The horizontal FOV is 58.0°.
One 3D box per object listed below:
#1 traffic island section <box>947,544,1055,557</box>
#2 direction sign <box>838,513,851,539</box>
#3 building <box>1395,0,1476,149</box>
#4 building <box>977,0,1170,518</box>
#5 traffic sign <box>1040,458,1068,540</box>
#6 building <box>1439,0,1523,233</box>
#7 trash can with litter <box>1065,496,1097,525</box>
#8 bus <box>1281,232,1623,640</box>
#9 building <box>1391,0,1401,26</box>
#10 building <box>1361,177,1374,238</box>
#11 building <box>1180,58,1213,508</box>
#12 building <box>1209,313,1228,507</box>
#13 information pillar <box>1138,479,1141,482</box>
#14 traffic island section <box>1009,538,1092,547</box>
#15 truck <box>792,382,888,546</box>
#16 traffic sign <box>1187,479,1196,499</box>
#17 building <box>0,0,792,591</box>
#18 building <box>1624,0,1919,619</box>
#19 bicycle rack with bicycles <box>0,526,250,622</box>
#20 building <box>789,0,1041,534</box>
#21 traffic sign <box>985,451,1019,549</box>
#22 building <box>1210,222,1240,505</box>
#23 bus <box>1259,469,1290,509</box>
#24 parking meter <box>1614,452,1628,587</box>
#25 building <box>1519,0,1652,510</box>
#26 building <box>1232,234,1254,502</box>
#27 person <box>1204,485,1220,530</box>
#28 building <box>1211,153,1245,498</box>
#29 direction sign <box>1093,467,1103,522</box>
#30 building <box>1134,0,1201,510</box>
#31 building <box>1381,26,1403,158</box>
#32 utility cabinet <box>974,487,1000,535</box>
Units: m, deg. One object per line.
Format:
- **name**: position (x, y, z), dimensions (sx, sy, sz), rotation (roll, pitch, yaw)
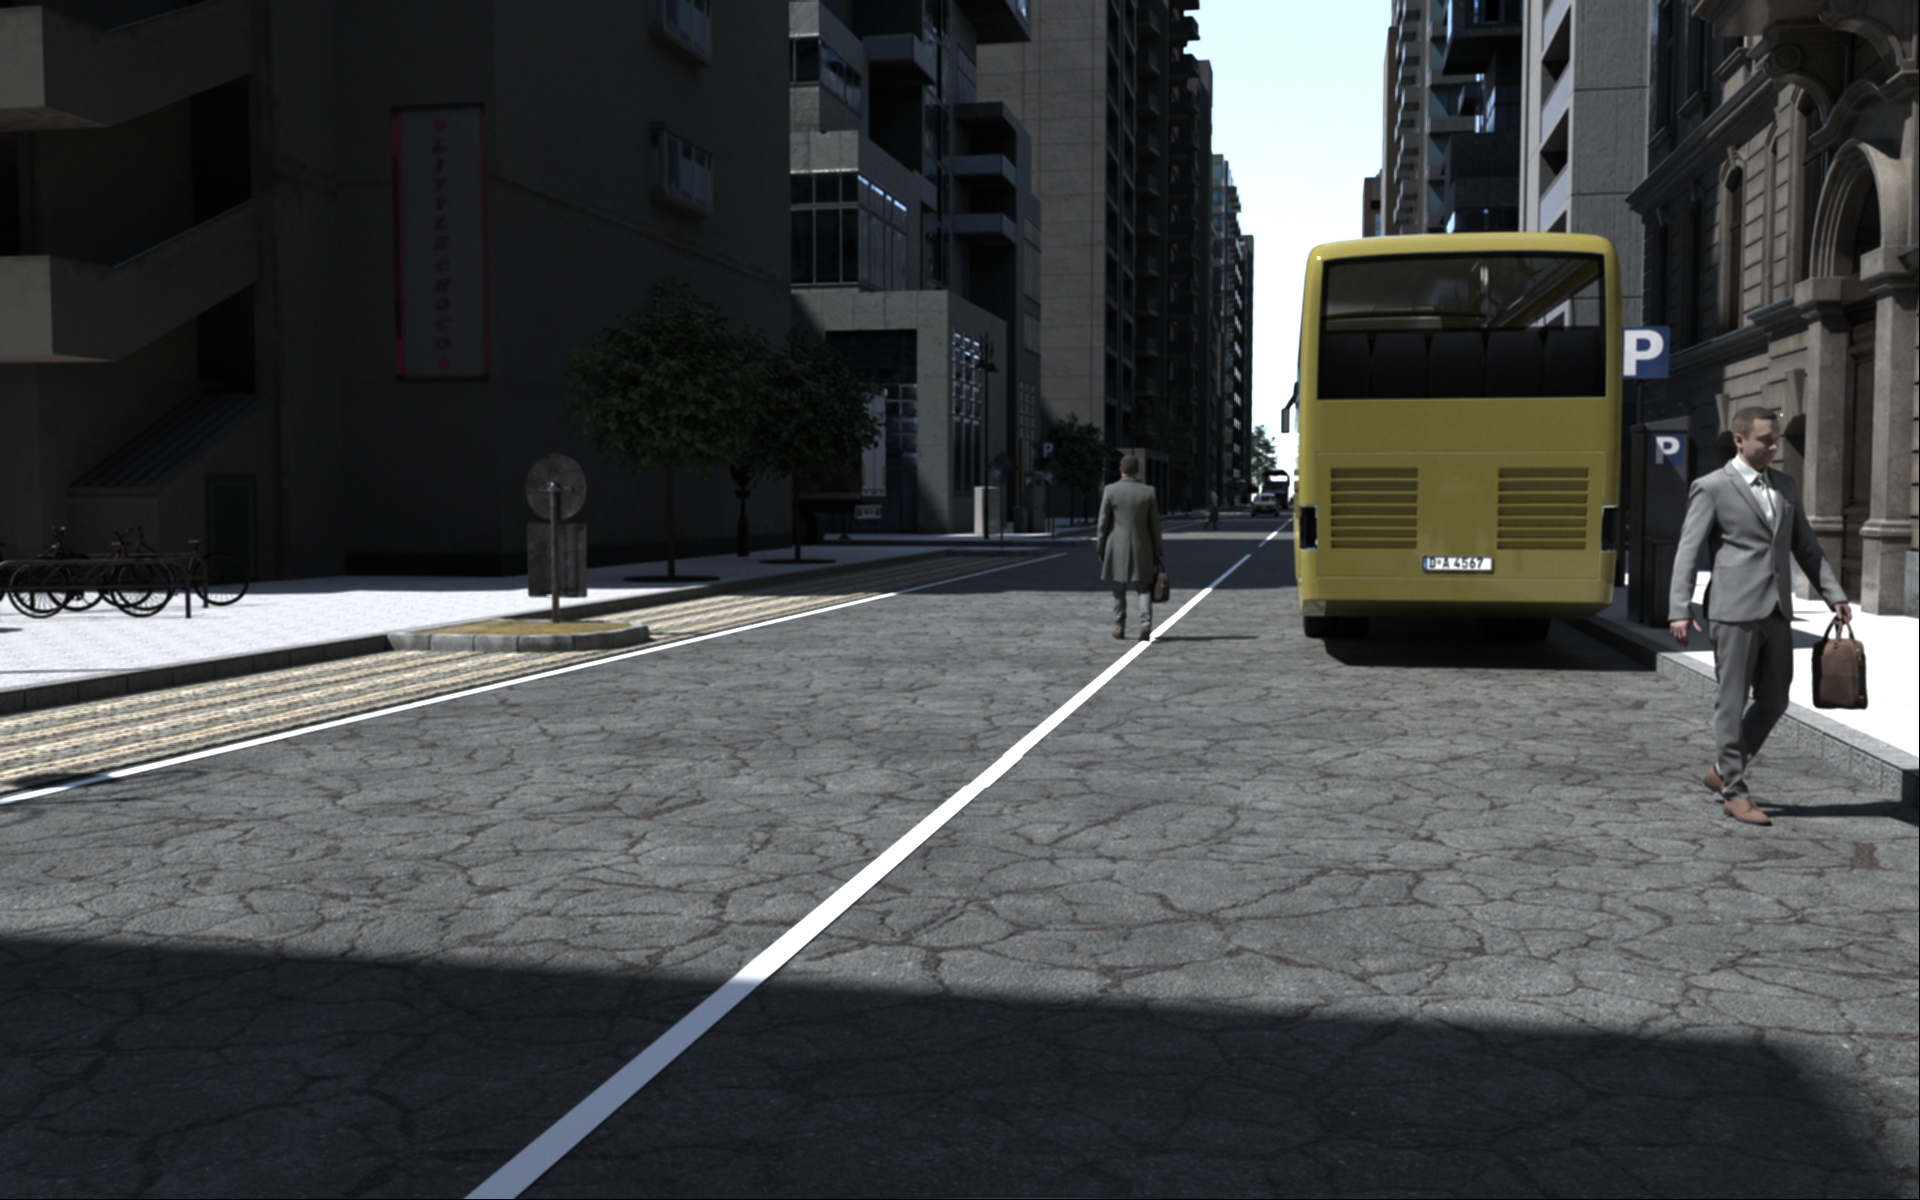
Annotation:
- **traffic island section**: position (0.958, -1.126, 40.695), dimensions (2.009, 0.180, 2.903), rotation (1, 4, 12)
- **direction sign**: position (-3.287, -3.490, 49.053), dimensions (0.876, 3.537, 0.379), rotation (-1, 4, -20)
- **building**: position (46.710, -31.800, 139.541), dimensions (23.786, 49.044, 30.456), rotation (1, 4, 12)
- **building**: position (1.981, -40.633, 102.604), dimensions (20.563, 71.187, 20.611), rotation (1, 4, 12)
- **traffic sign**: position (2.612, -2.740, 48.446), dimensions (0.795, 2.450, 0.064), rotation (1, 4, 12)
- **building**: position (34.472, -47.530, 89.791), dimensions (22.319, 86.520, 31.000), rotation (1, 4, 12)
- **trash can with litter**: position (5.081, -3.704, 71.610), dimensions (1.678, 1.210, 2.233), rotation (1, 4, 9)
- **bus**: position (5.144, -1.737, 19.940), dimensions (2.896, 3.916, 12.252), rotation (1, 4, 11)
- **building**: position (52.831, -45.286, 178.672), dimensions (20.563, 71.187, 20.611), rotation (1, 4, 12)
- **building**: position (61.899, -35.886, 236.845), dimensions (14.600, 45.320, 14.200), rotation (1, 4, 12)
- **building**: position (15.658, -29.117, 159.665), dimensions (14.154, 41.232, 14.086), rotation (1, 4, 12)
- **building**: position (13.538, -20.659, 182.806), dimensions (27.650, 21.520, 28.899), rotation (1, 4, 12)
- **information pillar**: position (8.857, -5.017, 86.515), dimensions (0.304, 2.012, 0.304), rotation (0, 4, 1)
- **traffic island section**: position (2.587, -1.604, 48.512), dimensions (2.009, 0.180, 2.903), rotation (1, 4, 12)
- **truck**: position (-7.658, -3.483, 45.860), dimensions (11.283, 4.237, 2.839), rotation (1, 4, 13)
- **traffic sign**: position (16.320, -7.491, 122.591), dimensions (0.768, 2.556, 0.104), rotation (1, 4, 17)
- **building**: position (-16.450, -24.949, 31.614), dimensions (21.600, 48.544, 21.300), rotation (1, 4, 12)
- **building**: position (15.671, -12.160, 17.906), dimensions (14.460, 24.649, 34.723), rotation (1, 4, 12)
- **bicycle rack with bicycles**: position (-9.276, -0.314, 18.516), dimensions (2.925, 0.926, 2.852), rotation (-1, 4, -17)
- **building**: position (-8.157, -46.306, 69.776), dimensions (22.319, 86.520, 31.000), rotation (1, 4, 12)
- **traffic sign**: position (0.982, -2.262, 40.628), dimensions (0.795, 2.450, 0.064), rotation (1, 4, 12)
- **building**: position (19.210, -32.294, 219.892), dimensions (32.217, 40.220, 23.993), rotation (1, 4, 12)
- **bus**: position (31.165, -10.961, 170.758), dimensions (2.896, 3.916, 12.252), rotation (1, 4, 12)
- **parking meter**: position (9.014, -1.120, 24.022), dimensions (0.399, 1.863, 0.255), rotation (3, 4, 36)
- **building**: position (32.462, -31.125, 50.893), dimensions (28.212, 58.520, 21.231), rotation (1, 4, 12)
- **building**: position (37.736, -35.655, 266.554), dimensions (14.154, 41.232, 14.086), rotation (1, 4, 12)
- **person**: position (10.112, -3.717, 69.505), dimensions (0.641, 1.798, 0.478), rotation (2, 4, 26)
- **building**: position (28.245, -38.286, 245.581), dimensions (23.786, 49.044, 30.456), rotation (1, 4, 12)
- **direction sign**: position (6.205, -5.276, 78.257), dimensions (0.379, 3.537, 0.876), rotation (2, 4, 35)
- **building**: position (7.563, -29.646, 139.342), dimensions (22.147, 44.769, 28.867), rotation (1, 4, 12)
- **building**: position (46.769, -31.353, 162.726), dimensions (14.600, 45.320, 14.200), rotation (1, 4, 12)
- **utility cabinet**: position (0.858, -2.767, 53.915), dimensions (0.318, 1.500, 1.173), rotation (2, 4, 28)
